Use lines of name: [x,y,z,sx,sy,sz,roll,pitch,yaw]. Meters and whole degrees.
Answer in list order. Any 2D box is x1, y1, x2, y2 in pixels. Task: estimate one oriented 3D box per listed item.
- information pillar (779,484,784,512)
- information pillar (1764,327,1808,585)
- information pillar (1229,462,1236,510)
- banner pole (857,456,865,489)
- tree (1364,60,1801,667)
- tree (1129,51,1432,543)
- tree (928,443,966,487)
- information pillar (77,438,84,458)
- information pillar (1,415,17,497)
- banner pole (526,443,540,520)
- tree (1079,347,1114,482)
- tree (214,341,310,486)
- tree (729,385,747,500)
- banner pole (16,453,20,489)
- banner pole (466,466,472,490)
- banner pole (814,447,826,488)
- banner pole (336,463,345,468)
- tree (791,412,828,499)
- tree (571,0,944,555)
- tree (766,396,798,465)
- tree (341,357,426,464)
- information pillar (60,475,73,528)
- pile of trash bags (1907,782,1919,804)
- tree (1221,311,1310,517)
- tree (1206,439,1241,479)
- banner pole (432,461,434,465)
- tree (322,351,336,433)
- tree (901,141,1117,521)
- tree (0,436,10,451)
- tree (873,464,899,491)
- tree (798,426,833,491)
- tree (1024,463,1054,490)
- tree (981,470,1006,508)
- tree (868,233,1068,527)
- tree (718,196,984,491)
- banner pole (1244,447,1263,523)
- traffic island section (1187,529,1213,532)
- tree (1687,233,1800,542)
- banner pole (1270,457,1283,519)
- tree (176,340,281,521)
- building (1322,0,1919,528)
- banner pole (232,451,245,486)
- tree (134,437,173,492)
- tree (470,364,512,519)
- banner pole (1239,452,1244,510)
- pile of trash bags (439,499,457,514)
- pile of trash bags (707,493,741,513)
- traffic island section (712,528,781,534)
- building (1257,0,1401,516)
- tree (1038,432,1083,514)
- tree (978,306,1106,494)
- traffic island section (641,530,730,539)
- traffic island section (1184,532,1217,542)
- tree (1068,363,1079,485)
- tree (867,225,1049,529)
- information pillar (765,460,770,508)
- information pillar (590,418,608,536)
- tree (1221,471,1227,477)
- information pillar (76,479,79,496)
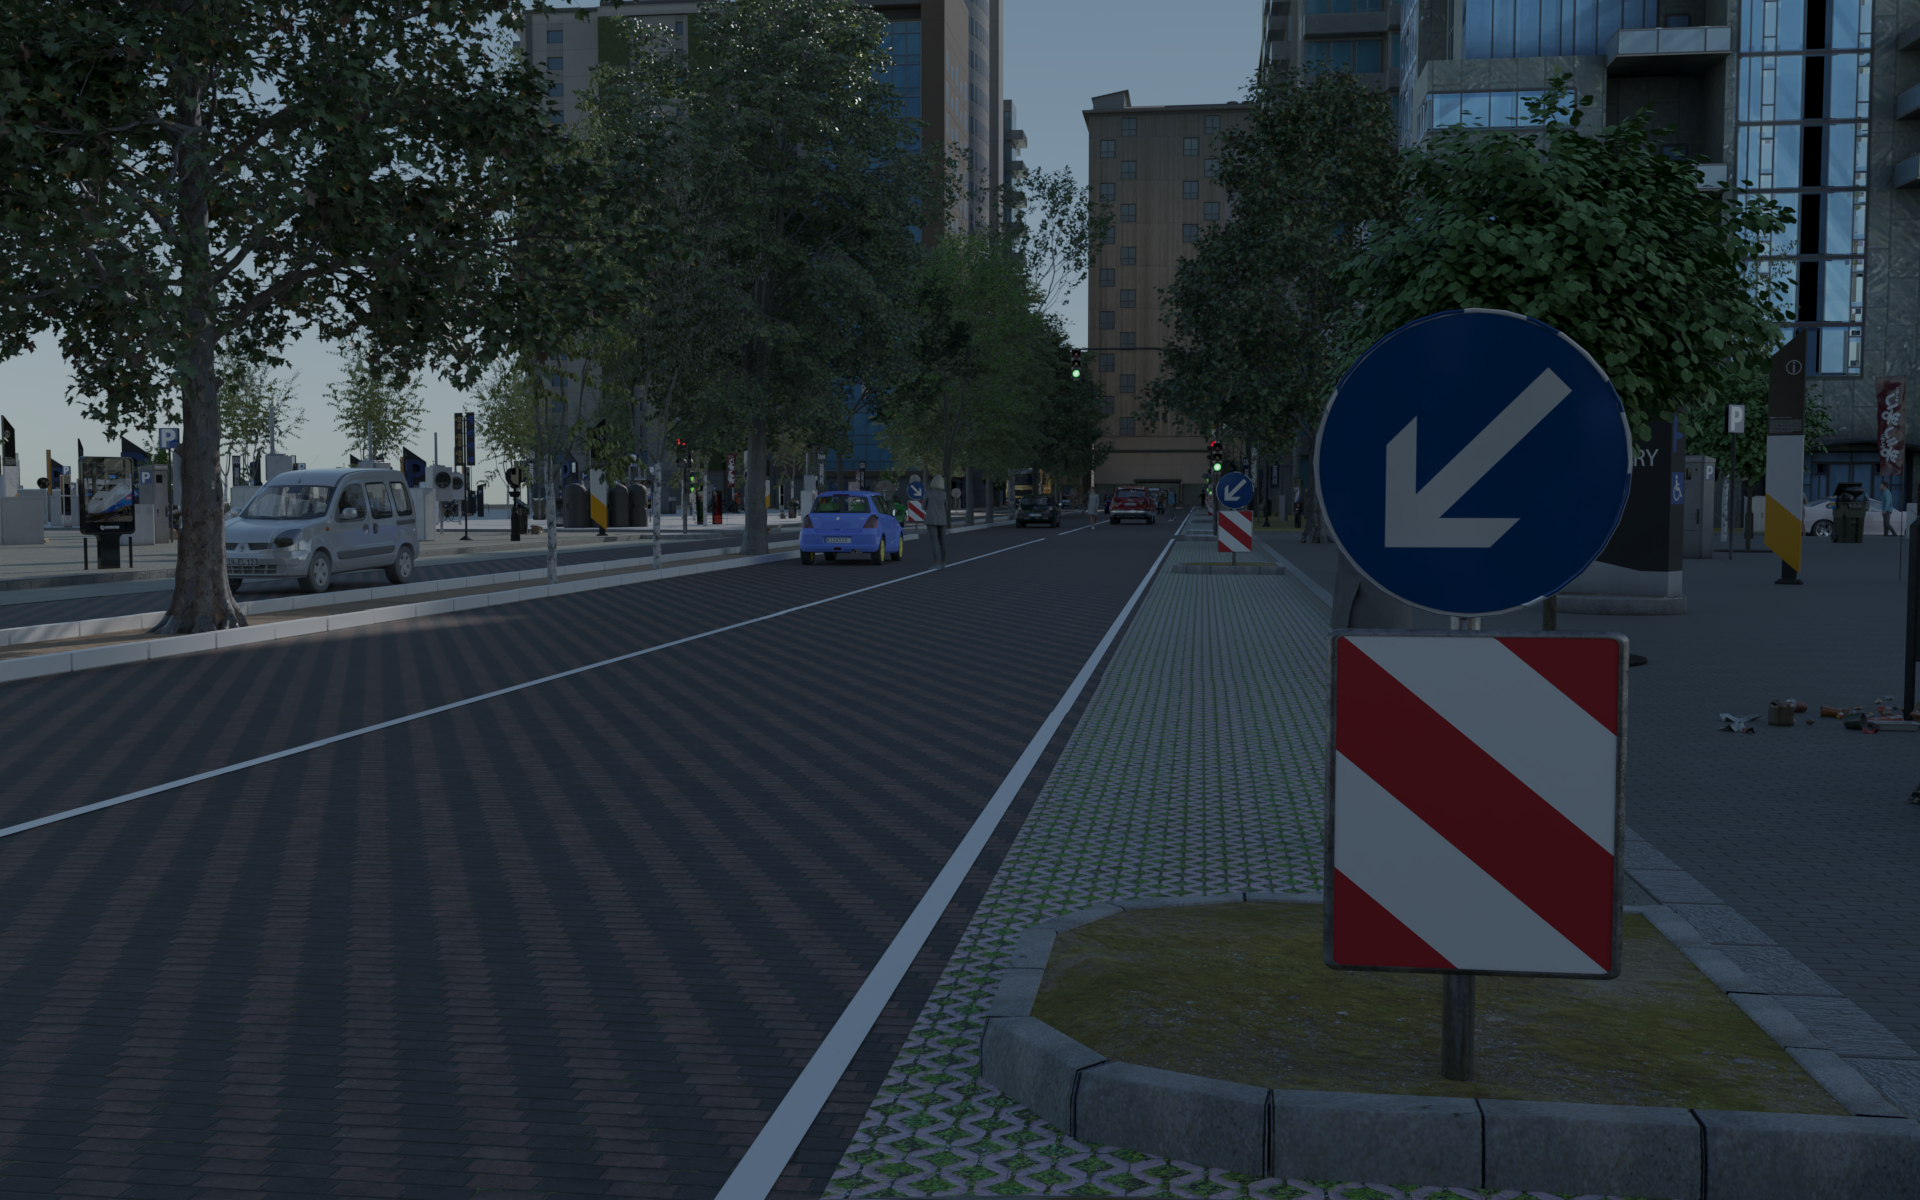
information pillar: [-12.754,-7.297,123.802,0.304,2.012,0.304,-1,4,-20]
information pillar: [11.715,-2.031,24.554,0.504,3.616,0.183,3,4,36]
information pillar: [19.237,-8.003,122.205,0.504,3.616,0.183,0,4,7]
banner pole: [-6.570,-7.615,114.521,0.863,3.779,0.401,-3,5,-43]
tree: [4.558,-1.815,13.388,4.285,4.588,4.351,0,3,0]
tree: [9.241,-7.844,45.256,9.611,12.733,9.660,0,3,0]
tree: [-0.879,-11.313,135.328,4.360,8.622,3.978,0,3,0]
information pillar: [-36.971,-4.987,72.888,0.183,3.616,0.504,-1,4,-10]
information pillar: [-28.277,-3.679,51.513,0.183,3.616,0.504,1,4,10]
banner pole: [-20.768,-5.779,84.508,0.863,3.779,0.401,-2,4,-29]
tree: [6.574,-12.078,118.065,7.486,12.596,7.792,0,3,0]
tree: [-31.910,-7.829,78.360,4.360,8.622,3.978,0,3,0]
tree: [-13.020,-8.141,83.473,4.737,8.622,4.395,0,3,0]
banner pole: [-60.891,-7.443,111.714,0.863,3.779,0.401,2,4,23]
banner pole: [-39.802,-9.210,140.597,0.401,3.779,0.863,1,4,20]
banner pole: [-6.900,-5.794,84.746,0.863,3.779,0.401,2,4,28]
banner pole: [-50.238,-9.214,140.659,0.863,3.779,0.401,-1,4,-22]
tree: [-9.770,-9.050,98.332,4.360,8.622,3.978,0,3,0]
tree: [-4.818,-8.025,40.324,9.857,13.997,8.962,0,3,0]
tree: [-12.799,-9.611,107.506,4.737,8.622,4.395,0,3,0]
tree: [-29.928,-8.499,89.314,4.360,8.622,3.978,0,3,0]
information pillar: [-34.327,-3.794,66.521,0.304,2.012,0.304,3,5,43]
pile of trash bags: [4.833,0.242,5.788,1.912,1.369,3.447,0,4,2]
tree: [16.281,-10.411,95.973,9.928,11.665,9.643,0,3,0]
tree: [30.777,-15.367,201.615,4.360,8.622,3.978,0,3,0]
banner pole: [-39.162,-8.534,129.545,0.401,3.779,0.863,3,5,39]
tree: [-23.416,-7.257,69.016,4.737,8.622,4.395,0,3,0]
tree: [1.673,-14.370,93.295,12.611,20.169,13.585,0,3,0]
tree: [-15.995,-1.973,26.861,1.663,3.219,1.824,0,3,0]
tree: [-4.698,-6.942,108.106,1.663,3.219,1.824,0,3,0]
tree: [-12.061,-11.414,136.983,4.737,8.622,4.395,0,3,0]
tree: [9.251,-15.237,199.493,4.360,8.622,3.978,0,3,0]
tree: [3.613,-10.735,159.232,4.285,4.588,4.351,0,3,0]
tree: [0.365,-9.434,74.829,7.486,12.596,7.792,0,3,0]
tree: [-3.357,-6.957,50.624,8.767,10.594,7.601,0,4,8]
banner pole: [13.289,-5.368,77.776,0.401,3.779,0.863,-2,4,-24]
traffic island section: [9.050,-2.394,61.426,2.009,0.180,2.903,0,4,8]
tree: [20.602,-5.895,46.746,4.737,8.622,4.395,0,3,0]
banner pole: [16.523,-6.117,90.038,0.863,3.779,0.401,1,4,14]
tree: [-30.072,-7.373,70.913,4.737,8.622,4.395,0,3,0]
building: [30.433,-46.294,69.581,31.000,86.520,22.319,0,4,8]
banner pole: [-40.938,-6.632,98.448,0.863,3.779,0.401,-3,4,-36]
tree: [-24.035,-3.528,52.279,1.663,3.219,1.824,0,3,0]
tree: [-23.592,-8.549,90.136,4.360,8.622,3.978,0,3,0]
banner pole: [16.868,-6.904,102.905,0.863,3.779,0.401,0,4,4]
pile of trash bags: [-31.949,-5.759,103.909,1.912,1.369,3.447,1,4,22]
pile of trash bags: [-16.110,-6.715,119.548,1.912,1.369,3.447,1,4,23]
traffic island section: [-7.777,-2.538,63.778,2.009,0.180,2.903,0,4,8]
building: [31.245,-30.182,113.080,23.786,49.044,30.456,0,4,8]
tree: [7.253,-10.491,124.350,4.737,8.622,4.395,0,3,0]
tree: [4.573,-11.312,104.417,9.611,12.733,9.660,0,3,0]
traffic island section: [-8.884,-2.054,55.870,2.009,0.180,2.903,0,4,8]
traffic island section: [7.943,-1.911,53.518,2.009,0.180,2.903,0,4,8]
tree: [1.351,-9.893,82.336,7.486,12.596,7.792,0,3,0]
tree: [-0.428,-8.433,66.092,9.928,11.665,9.643,0,3,0]
information pillar: [-11.582,-6.835,103.111,0.504,3.616,0.183,0,4,-5]
information pillar: [-11.055,-3.771,53.011,0.504,3.616,0.183,-1,4,-16]
tree: [6.478,-2.471,24.109,4.285,4.588,4.351,0,3,0]
information pillar: [-41.737,-4.753,82.203,0.304,2.012,0.304,-3,4,-36]
